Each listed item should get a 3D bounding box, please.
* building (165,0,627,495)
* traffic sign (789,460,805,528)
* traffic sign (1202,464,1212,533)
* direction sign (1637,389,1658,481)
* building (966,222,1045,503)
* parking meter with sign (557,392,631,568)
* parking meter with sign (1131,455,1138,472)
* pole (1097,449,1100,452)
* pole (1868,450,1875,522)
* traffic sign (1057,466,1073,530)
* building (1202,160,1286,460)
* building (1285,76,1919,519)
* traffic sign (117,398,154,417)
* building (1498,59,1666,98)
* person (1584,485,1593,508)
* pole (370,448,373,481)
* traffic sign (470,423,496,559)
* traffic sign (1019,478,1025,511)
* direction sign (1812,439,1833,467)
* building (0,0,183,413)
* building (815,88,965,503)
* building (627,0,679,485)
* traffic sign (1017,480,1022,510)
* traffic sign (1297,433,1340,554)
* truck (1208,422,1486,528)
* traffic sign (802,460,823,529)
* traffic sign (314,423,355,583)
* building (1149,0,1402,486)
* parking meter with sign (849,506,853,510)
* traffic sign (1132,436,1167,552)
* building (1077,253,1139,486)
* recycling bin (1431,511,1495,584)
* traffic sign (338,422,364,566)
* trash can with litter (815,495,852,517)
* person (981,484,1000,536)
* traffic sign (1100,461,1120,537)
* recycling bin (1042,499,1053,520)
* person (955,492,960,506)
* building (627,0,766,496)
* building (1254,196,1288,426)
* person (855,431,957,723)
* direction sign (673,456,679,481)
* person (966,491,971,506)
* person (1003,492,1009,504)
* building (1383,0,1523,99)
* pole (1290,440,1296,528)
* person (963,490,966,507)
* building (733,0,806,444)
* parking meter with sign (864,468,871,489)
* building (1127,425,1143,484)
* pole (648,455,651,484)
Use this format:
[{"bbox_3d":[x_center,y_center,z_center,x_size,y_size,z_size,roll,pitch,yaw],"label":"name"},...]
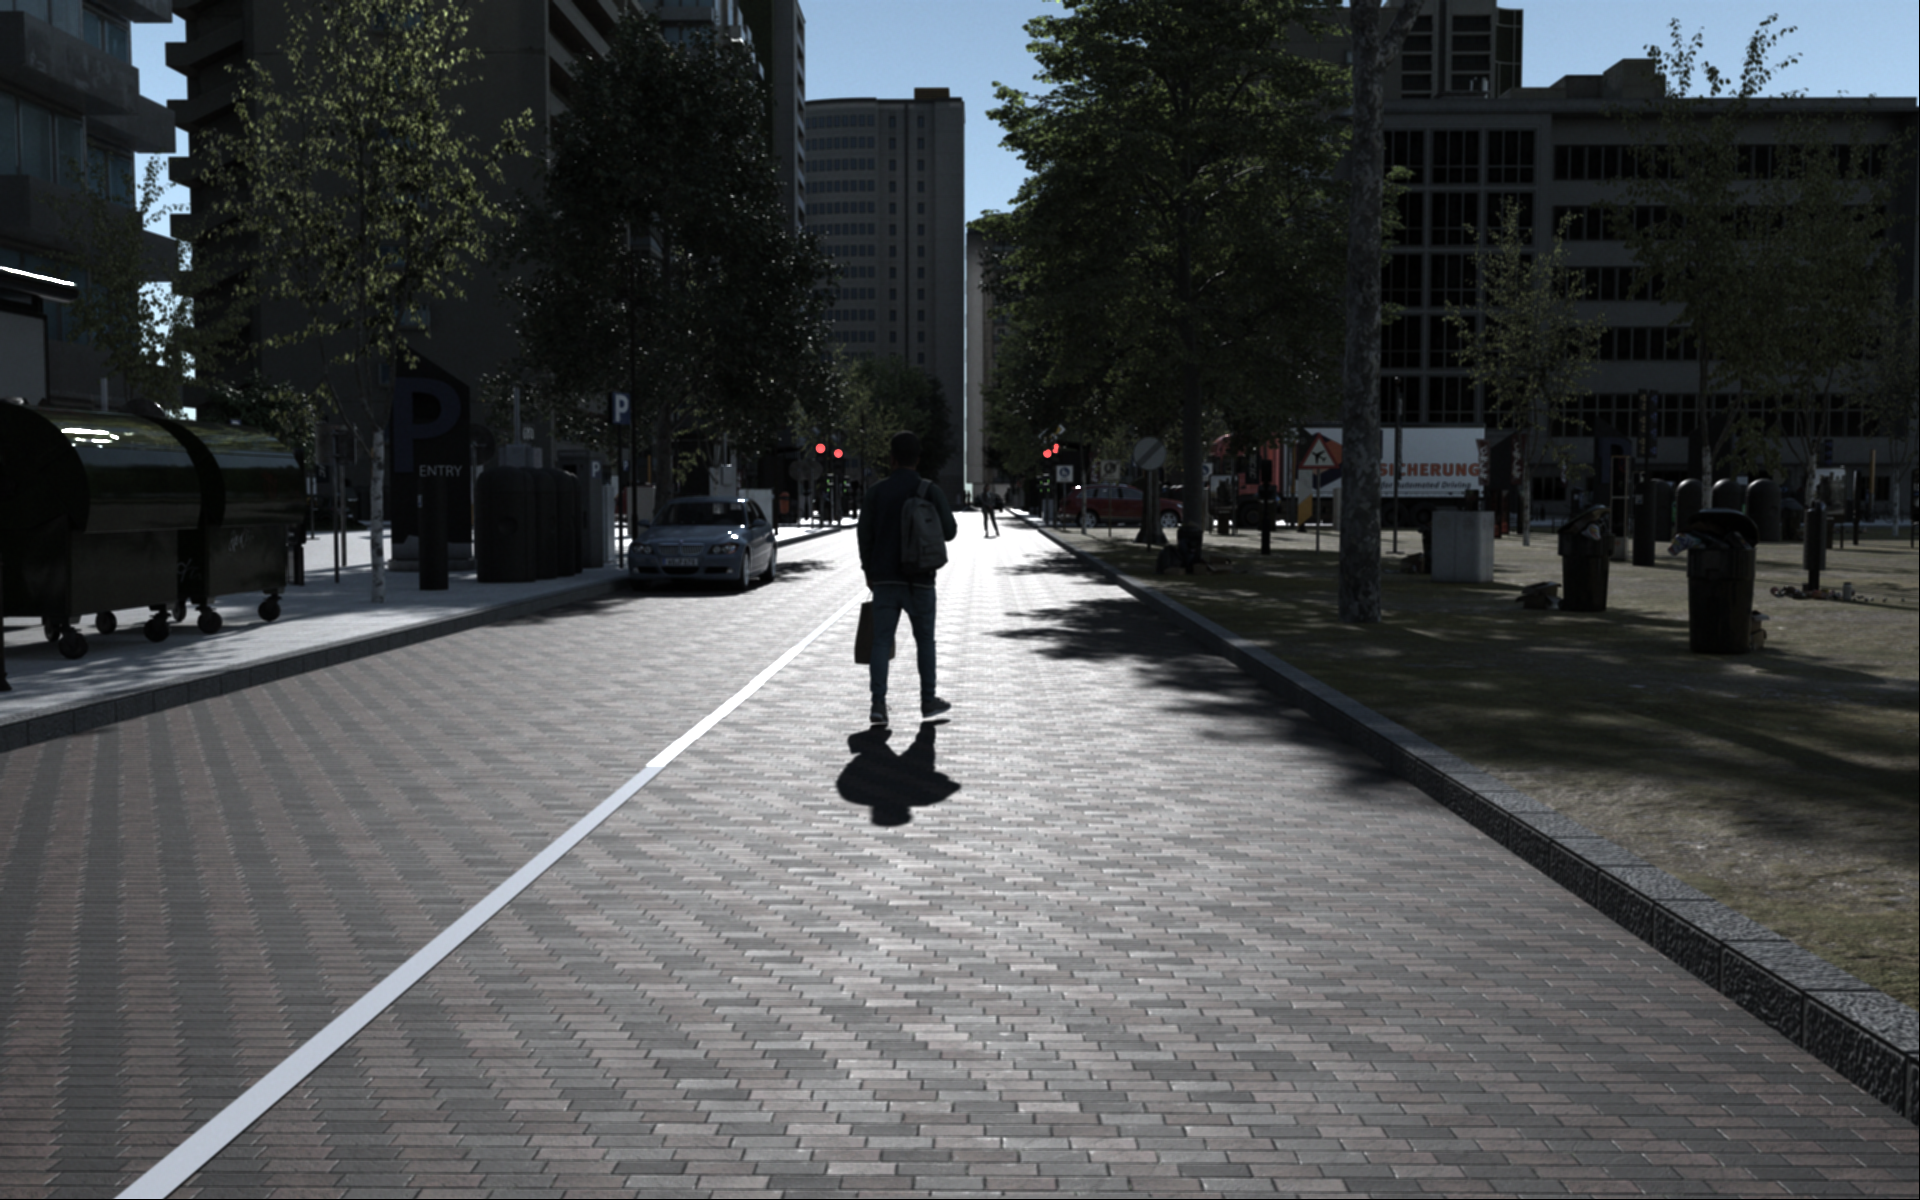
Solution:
[{"bbox_3d":[-31.770,-29.092,99.357,21.300,48.544,21.600,0,4,1],"label":"building"},{"bbox_3d":[-6.023,-3.953,64.739,0.768,2.556,0.104,0,4,5],"label":"traffic sign"},{"bbox_3d":[7.983,-3.346,56.837,0.606,2.300,0.079,1,4,10],"label":"traffic sign"},{"bbox_3d":[14.890,-2.787,37.568,0.876,3.537,0.379,-3,5,-43],"label":"direction sign"},{"bbox_3d":[7.825,-34.804,252.637,14.086,41.232,14.154,0,4,1],"label":"building"},{"bbox_3d":[-6.609,-2.073,30.152,1.738,3.016,0.543,2,4,23],"label":"parking meter with sign"},{"bbox_3d":[8.122,-4.934,76.924,0.543,3.016,1.738,1,4,22],"label":"parking meter with sign"},{"bbox_3d":[6.168,-5.137,77.832,0.158,3.312,0.155,0,3,0],"label":"pole"},{"bbox_3d":[41.907,-5.245,79.605,0.158,3.312,0.155,0,3,0],"label":"pole"},{"bbox_3d":[3.719,-3.642,61.680,0.606,2.300,0.079,0,4,1],"label":"traffic sign"},{"bbox_3d":[26.278,-21.292,135.518,14.401,28.519,23.554,0,4,1],"label":"building"},{"bbox_3d":[33.555,-16.709,92.262,30.058,24.678,14.314,0,4,1],"label":"building"},{"bbox_3d":[-10.890,-1.402,23.031,0.768,2.556,0.104,0,4,7],"label":"traffic sign"},{"bbox_3d":[69.942,-35.127,198.032,21.600,48.544,21.300,0,4,1],"label":"building"},{"bbox_3d":[24.548,-3.579,67.008,0.794,1.824,0.713,-3,4,-38],"label":"person"},{"bbox_3d":[-25.868,-5.049,76.395,0.158,3.312,0.155,0,3,0],"label":"pole"},{"bbox_3d":[-8.748,-1.905,31.246,0.768,2.556,0.104,0,4,1],"label":"traffic sign"},{"bbox_3d":[4.816,-7.878,128.814,0.884,2.594,0.081,0,4,8],"label":"traffic sign"},{"bbox_3d":[35.618,-4.871,71.635,0.876,3.537,0.379,0,4,-4],"label":"direction sign"},{"bbox_3d":[-35.364,-25.528,36.990,30.456,49.044,23.786,0,4,1],"label":"building"},{"bbox_3d":[-13.392,-43.578,254.499,28.212,58.520,21.231,0,4,1],"label":"building"},{"bbox_3d":[-34.704,-26.871,131.227,32.217,40.220,23.993,0,4,1],"label":"building"},{"bbox_3d":[5.057,-8.640,141.363,0.768,2.556,0.104,0,4,4],"label":"traffic sign"},{"bbox_3d":[7.595,-2.245,36.709,0.884,2.594,0.081,1,4,9],"label":"traffic sign"},{"bbox_3d":[14.894,-4.890,68.857,11.283,4.237,2.839,0,4,0],"label":"truck"},{"bbox_3d":[-5.484,-3.925,64.278,0.768,2.556,0.104,0,4,6],"label":"traffic sign"},{"bbox_3d":[-9.016,-1.399,25.004,0.606,2.300,0.079,0,4,6],"label":"traffic sign"},{"bbox_3d":[29.611,-33.264,167.570,21.300,48.544,21.600,0,4,1],"label":"building"},{"bbox_3d":[-8.823,-8.561,136.238,0.543,3.016,1.738,-2,4,-35],"label":"parking meter with sign"},{"bbox_3d":[4.182,-2.332,38.240,0.768,2.556,0.104,1,4,9],"label":"traffic sign"},{"bbox_3d":[26.966,-34.773,260.414,23.993,40.220,32.217,0,4,1],"label":"building"},{"bbox_3d":[7.333,-0.777,25.254,0.722,1.027,0.722,2,4,33],"label":"recycling bin"},{"bbox_3d":[-10.927,-1.868,30.652,0.768,2.556,0.104,0,4,5],"label":"traffic sign"},{"bbox_3d":[-7.788,-5.869,107.019,2.233,1.210,1.678,0,4,2],"label":"trash can with litter"},{"bbox_3d":[1.031,-3.080,59.135,0.520,1.790,0.573,-3,5,-39],"label":"person"},{"bbox_3d":[4.493,-3.043,51.875,0.606,2.300,0.079,1,4,9],"label":"traffic sign"},{"bbox_3d":[4.432,-4.460,85.471,0.722,1.027,0.722,0,4,-3],"label":"recycling bin"},{"bbox_3d":[-0.214,-12.394,211.805,0.621,1.740,0.551,3,5,40],"label":"person"},{"bbox_3d":[-30.496,-33.256,163.349,23.786,49.044,30.456,0,4,1],"label":"building"},{"bbox_3d":[25.285,-16.524,111.971,13.314,21.916,24.055,0,4,1],"label":"building"},{"bbox_3d":[-0.392,-0.144,10.844,0.794,1.824,0.713,2,4,25],"label":"person"},{"bbox_3d":[-17.044,-6.872,104.362,0.876,3.537,0.379,2,4,29],"label":"direction sign"},{"bbox_3d":[0.963,-11.769,200.856,0.705,1.831,1.348,-2,4,-35],"label":"person"},{"bbox_3d":[6.059,-13.407,228.416,0.721,1.735,1.217,-3,5,-44],"label":"person"},{"bbox_3d":[70.790,-49.841,253.145,20.611,71.187,20.563,0,4,1],"label":"building"},{"bbox_3d":[12.549,-4.368,65.255,0.158,3.312,0.155,0,3,0],"label":"pole"},{"bbox_3d":[0.528,-11.616,198.058,0.705,1.869,1.348,0,4,1],"label":"person"},{"bbox_3d":[-32.141,-40.177,198.887,28.212,58.520,21.231,0,4,1],"label":"building"},{"bbox_3d":[-5.936,-7.422,117.612,0.543,3.016,1.738,1,4,21],"label":"parking meter with sign"},{"bbox_3d":[33.826,-21.385,194.686,27.650,21.520,28.899,0,4,1],"label":"building"},{"bbox_3d":[-16.260,-5.923,90.687,0.158,3.312,0.155,0,3,0],"label":"pole"}]
